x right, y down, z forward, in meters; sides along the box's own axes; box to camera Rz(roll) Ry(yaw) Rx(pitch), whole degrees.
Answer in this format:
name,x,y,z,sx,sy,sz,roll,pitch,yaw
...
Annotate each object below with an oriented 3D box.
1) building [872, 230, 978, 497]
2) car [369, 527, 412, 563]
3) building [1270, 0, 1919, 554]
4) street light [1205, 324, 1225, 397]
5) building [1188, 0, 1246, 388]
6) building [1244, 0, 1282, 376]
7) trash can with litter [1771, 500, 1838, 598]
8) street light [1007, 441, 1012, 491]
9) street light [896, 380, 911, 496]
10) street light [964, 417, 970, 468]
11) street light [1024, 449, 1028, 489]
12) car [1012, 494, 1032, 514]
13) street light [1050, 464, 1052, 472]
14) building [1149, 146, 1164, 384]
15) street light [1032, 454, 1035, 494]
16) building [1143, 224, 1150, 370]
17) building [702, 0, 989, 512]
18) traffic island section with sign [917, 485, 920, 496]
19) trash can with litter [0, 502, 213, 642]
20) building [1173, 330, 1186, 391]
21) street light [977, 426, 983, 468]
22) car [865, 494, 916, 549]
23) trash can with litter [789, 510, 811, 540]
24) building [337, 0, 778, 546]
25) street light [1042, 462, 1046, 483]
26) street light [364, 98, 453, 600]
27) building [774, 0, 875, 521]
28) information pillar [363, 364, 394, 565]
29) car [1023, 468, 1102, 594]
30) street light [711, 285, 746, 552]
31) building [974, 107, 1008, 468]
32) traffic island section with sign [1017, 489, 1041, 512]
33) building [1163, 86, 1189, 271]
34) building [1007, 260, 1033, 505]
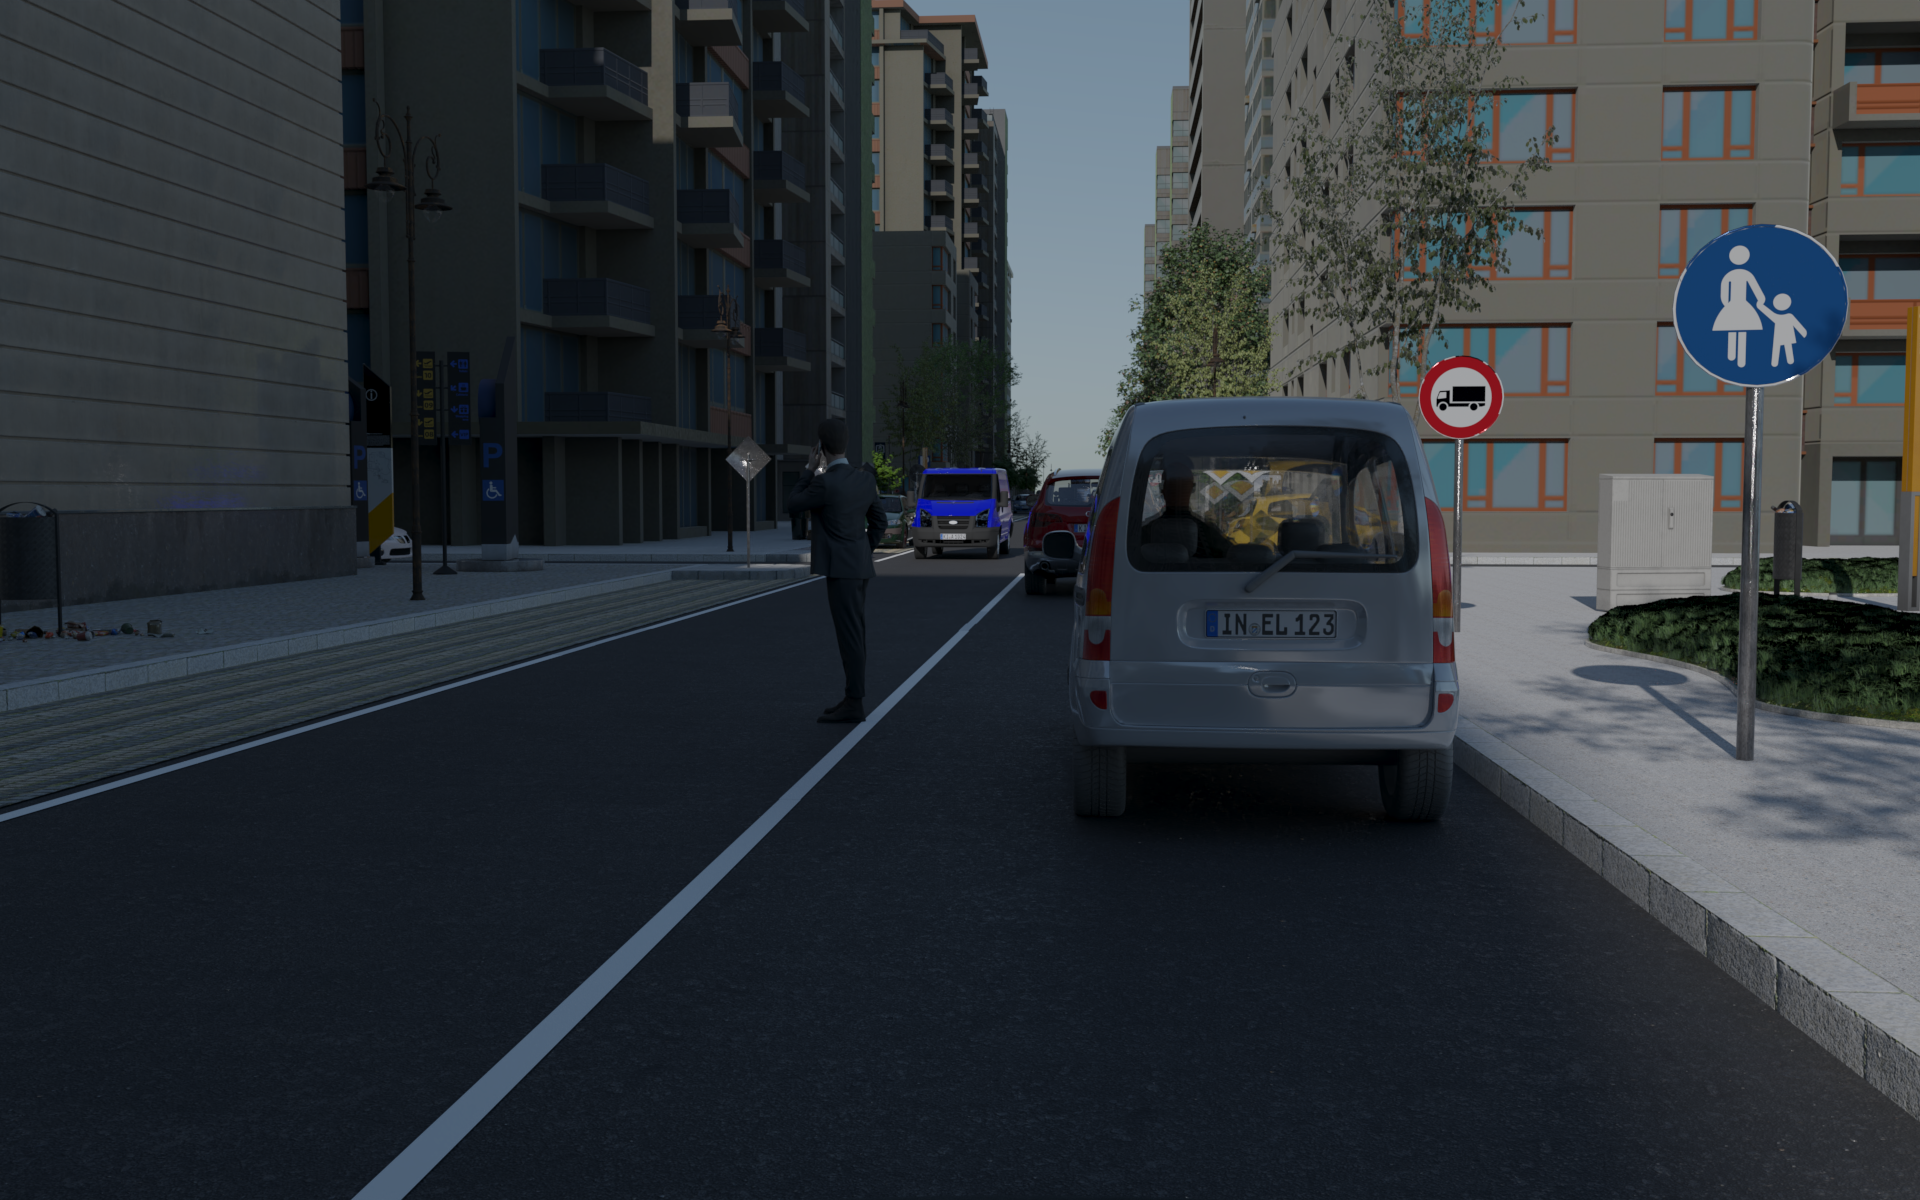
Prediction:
name,x,y,z,sx,sy,sz,roll,pitch,yaw
building,-13.509,-17.386,129.294,27.650,21.520,28.899,0,4,5
car,-13.362,-1.355,34.513,4.827,1.381,2.083,0,4,5
building,24.839,-12.532,49.946,28.899,21.520,27.650,0,4,5
street light,6.926,-4.550,47.172,0.468,5.910,1.993,0,4,5
building,28.169,-30.889,128.743,21.300,48.544,21.600,0,4,5
building,28.460,-24.643,94.787,32.217,40.220,23.993,0,4,5
trash can with litter,9.263,-0.518,19.522,1.678,1.210,2.233,0,4,2
street light,4.169,-10.667,147.199,0.468,5.910,1.993,0,4,5
street light,-2.295,-5.963,70.289,0.468,5.910,1.993,0,4,5
street light,0.385,-7.915,102.196,0.468,5.910,1.993,0,4,5
street light,6.873,-12.619,179.104,0.468,5.910,1.993,0,4,5
car,4.841,-7.132,128.612,2.014,1.417,4.499,0,4,3
street light,13.799,-17.692,262.056,0.468,5.910,1.993,0,4,5
building,30.093,-31.930,205.647,14.154,41.232,14.086,0,4,5
street light,8.392,-13.758,197.735,0.468,5.910,1.993,0,4,5
building,34.845,-35.438,263.000,14.154,41.232,14.086,0,4,5
building,-8.921,-30.789,158.030,22.147,44.769,28.867,0,4,5
traffic island section with sign,-1.161,-3.157,60.248,1.989,1.847,2.006,0,4,5
trash can with litter,-7.914,-0.268,15.437,2.233,1.210,1.678,-1,4,-12
building,32.702,-18.973,155.255,27.650,21.520,28.899,0,4,5
street light,1.358,-8.717,115.302,0.468,5.910,1.993,0,4,5
car,-2.136,-2.237,46.361,2.009,1.686,4.222,0,4,6
trash can with litter,-4.244,-2.254,48.236,1.055,1.170,0.624,2,4,34
building,-17.015,-24.492,55.072,22.147,44.769,28.867,0,4,5
street light,11.119,-15.741,230.149,0.468,5.910,1.993,0,4,5
street light,-6.563,-2.935,20.779,0.468,5.910,1.993,0,4,5
building,-12.046,-24.537,84.769,14.154,41.232,14.086,0,4,5
information pillar,-10.481,-2.437,31.199,0.504,3.616,0.183,0,4,-3
car,2.091,-1.069,26.157,2.281,1.827,5.304,0,4,6
street light,-5.116,-4.013,38.393,0.468,5.910,1.993,0,4,5
building,-2.459,-30.313,179.212,14.154,41.232,14.086,0,4,5
traffic island section with sign,5.330,-7.861,137.156,1.989,1.847,2.006,0,4,5
building,28.330,-30.150,176.548,14.154,41.232,14.086,0,4,5
building,-4.915,-34.825,261.272,32.217,40.220,23.993,0,4,5
